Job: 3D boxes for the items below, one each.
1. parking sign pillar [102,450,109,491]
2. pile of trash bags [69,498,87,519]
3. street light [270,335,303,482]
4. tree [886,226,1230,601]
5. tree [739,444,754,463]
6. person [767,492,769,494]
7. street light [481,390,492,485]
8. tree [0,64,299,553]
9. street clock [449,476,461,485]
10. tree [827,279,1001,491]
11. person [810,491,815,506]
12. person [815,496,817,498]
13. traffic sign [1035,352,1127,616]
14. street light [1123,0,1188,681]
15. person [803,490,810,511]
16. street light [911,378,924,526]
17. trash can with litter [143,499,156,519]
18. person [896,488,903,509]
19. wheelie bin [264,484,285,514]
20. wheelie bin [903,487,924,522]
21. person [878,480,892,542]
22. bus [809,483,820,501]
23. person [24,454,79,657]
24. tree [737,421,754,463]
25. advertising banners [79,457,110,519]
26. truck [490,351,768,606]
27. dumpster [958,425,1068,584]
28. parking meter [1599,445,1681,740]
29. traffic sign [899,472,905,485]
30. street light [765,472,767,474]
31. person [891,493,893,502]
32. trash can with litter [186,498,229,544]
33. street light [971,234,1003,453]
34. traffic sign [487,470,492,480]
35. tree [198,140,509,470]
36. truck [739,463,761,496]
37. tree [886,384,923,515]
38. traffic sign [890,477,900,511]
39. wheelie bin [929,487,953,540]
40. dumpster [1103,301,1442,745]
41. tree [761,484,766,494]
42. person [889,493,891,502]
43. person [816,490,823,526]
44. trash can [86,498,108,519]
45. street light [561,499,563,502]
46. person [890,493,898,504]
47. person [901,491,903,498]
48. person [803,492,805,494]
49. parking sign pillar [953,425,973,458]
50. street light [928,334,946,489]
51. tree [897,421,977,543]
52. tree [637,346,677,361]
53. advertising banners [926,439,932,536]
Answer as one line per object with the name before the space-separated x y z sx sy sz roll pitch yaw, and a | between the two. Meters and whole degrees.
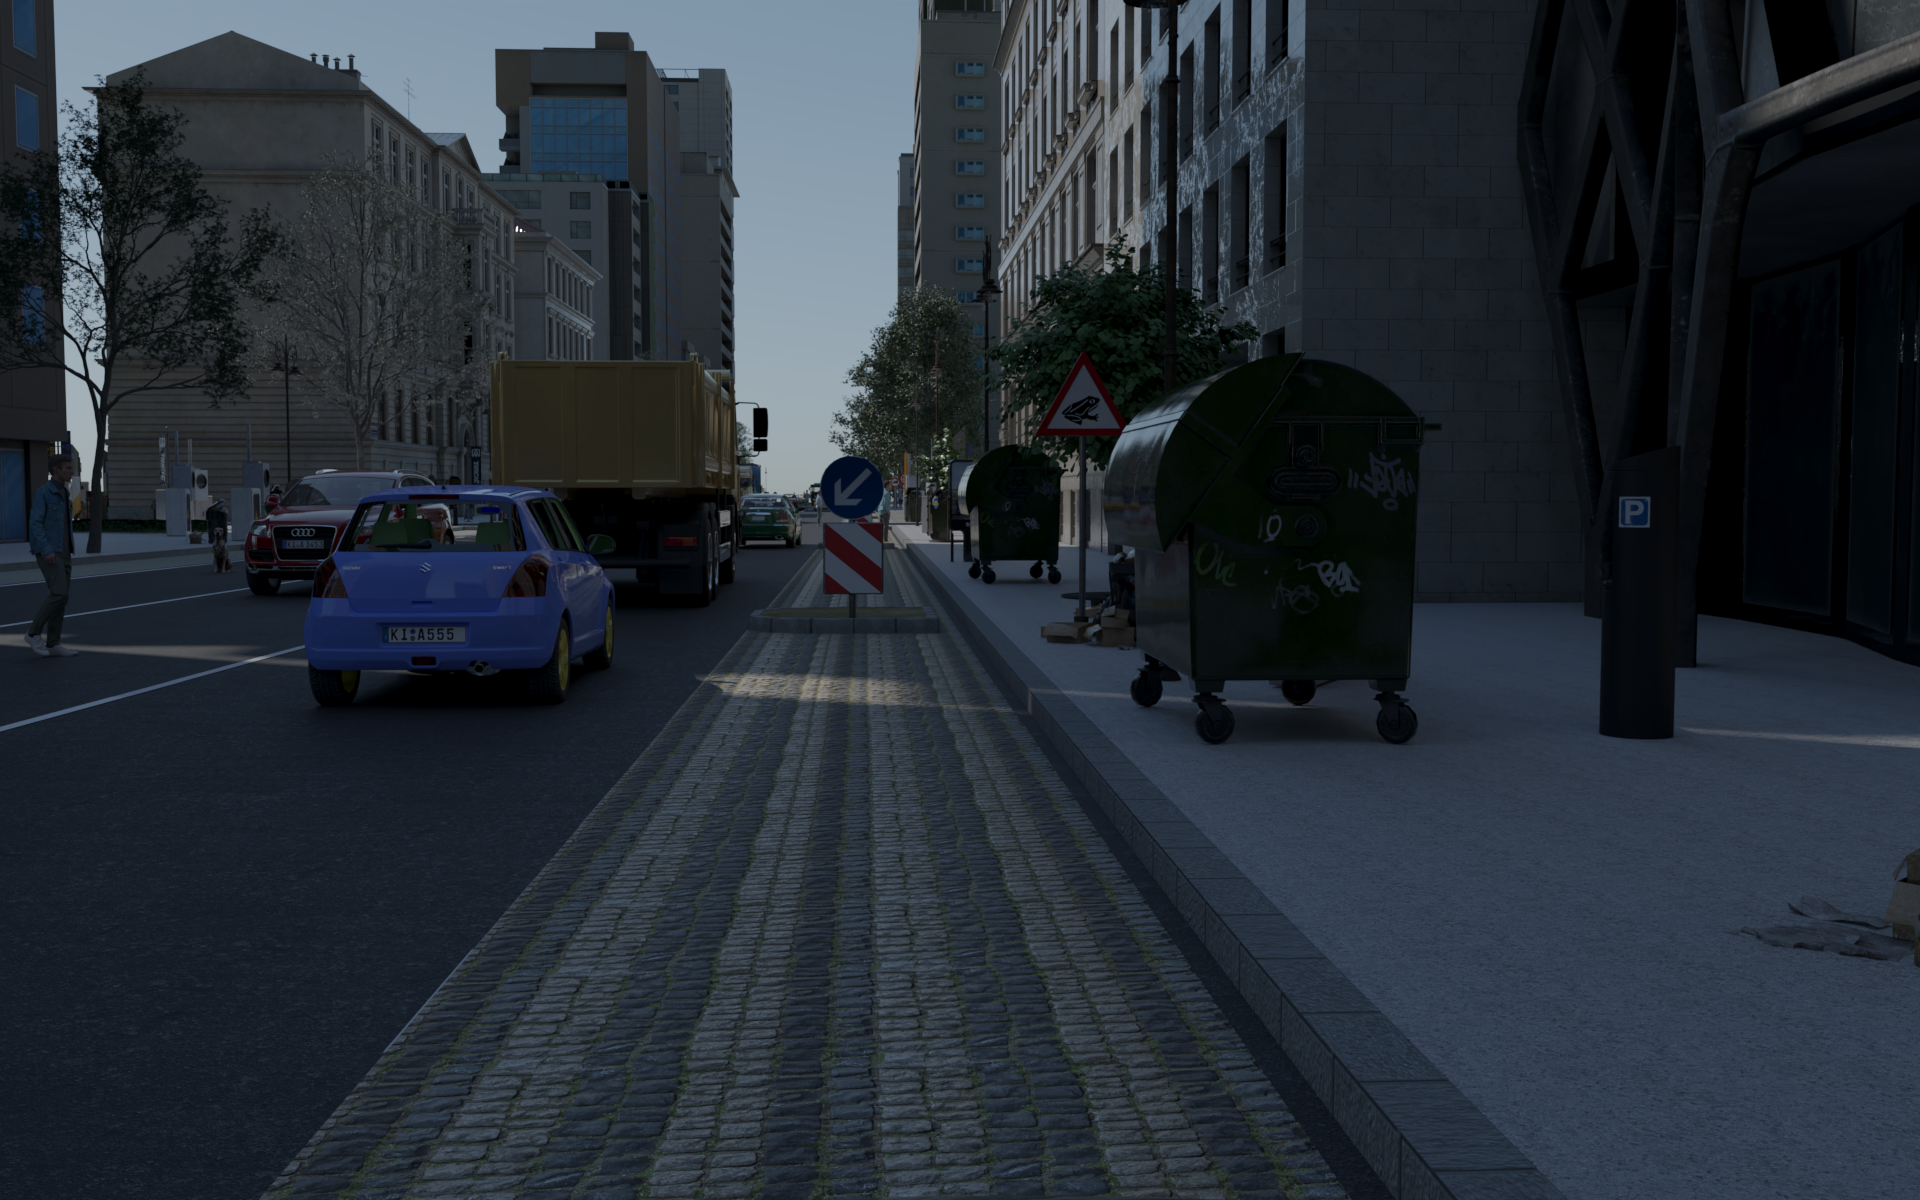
parking sign pillar | -50.749 -7.069 104.051 1.447 3.967 1.447 3 4 36
pile of trash bags | -46.248 -4.945 90.595 3.447 1.369 1.912 2 4 34
street light | -19.531 -4.744 50.359 0.468 5.910 1.993 0 4 -3
tree | 1.926 -2.308 21.447 4.285 4.588 4.351 0 3 0
tree | -30.533 -18.117 246.570 4.360 8.622 3.978 0 3 0
person | -24.504 -12.941 220.803 1.217 1.743 0.721 1 4 22
street light | -20.981 -6.396 77.365 0.468 5.910 1.993 0 4 -3
tree | -18.526 -6.297 37.364 7.601 10.594 8.767 0 4 3
street clock | -20.367 -3.995 69.885 0.471 2.002 0.358 -1 4 -19
tree | -1.857 -10.742 92.640 9.611 12.733 9.660 0 3 0
person | -17.266 -11.854 202.336 0.705 1.821 1.348 1 4 23
person | -15.566 -11.131 191.195 1.217 1.736 0.721 -3 4 -38
traffic sign | 1.128 -0.974 15.922 0.884 2.594 0.081 0 4 -3
street light | 1.437 -2.384 11.771 0.468 5.910 1.993 0 4 -3
person | -13.156 -8.565 148.742 0.606 1.804 0.583 -1 4 -8
street light | -1.709 -5.903 69.310 0.468 5.910 1.993 0 4 -3
trash can with litter | -35.751 -4.001 76.811 0.624 1.170 1.055 2 4 35
person | -5.272 -8.836 150.686 0.709 1.800 0.728 0 4 -6
wheelie bin | -22.533 -3.010 57.125 0.693 1.594 0.980 0 4 -6
wheelie bin | -2.090 -4.369 79.333 0.980 1.594 0.693 -2 4 -28
person | -2.197 -2.474 48.962 0.620 1.820 0.660 -2 4 -28
bus | -22.562 -17.323 278.085 2.948 3.499 13.247 0 4 -2
person | -7.995 -0.391 15.233 0.444 1.785 0.601 0 4 4
tree | -30.485 -18.555 229.122 9.928 11.665 9.643 0 3 0
advertising banners | -41.041 -5.239 81.848 2.074 3.025 0.090 0 4 5
truck | -4.707 -1.818 25.647 3.469 3.379 9.791 0 4 -4
dumpster | 0.772 -1.399 25.370 1.502 2.255 1.985 0 4 -3
parking meter | 3.602 -0.047 9.180 0.372 1.533 0.369 0 3 0
traffic sign | -3.159 -6.141 100.503 0.768 2.556 0.104 0 4 4
street light | -32.883 -19.624 293.644 0.468 5.910 1.993 0 4 -3
person | -11.327 -17.435 292.045 0.436 1.711 0.756 -2 4 -28
trash can with litter | -19.425 -2.036 44.683 1.055 1.170 0.624 -1 4 -17
street light | 0.480 -3.567 31.108 0.468 5.910 1.993 0 4 -3
traffic sign | -18.555 -4.106 69.324 0.795 2.593 0.064 0 4 -3
tree | -20.991 -9.179 60.452 12.009 13.543 11.850 0 3 0
truck | -20.090 -10.474 160.165 2.839 4.237 11.283 0 4 -2
tree | -3.229 -9.522 106.052 4.360 8.622 3.978 0 3 0
traffic sign | -4.917 -8.022 131.269 0.768 2.556 0.104 0 4 -3
wheelie bin | -0.480 -2.497 48.727 0.693 1.594 0.980 1 4 11
dumpster | 1.669 -0.435 9.614 1.502 2.255 1.985 0 4 -3
tree | -32.805 -17.812 285.823 1.663 3.219 1.824 0 3 0
person | -11.271 -16.678 279.464 1.217 1.736 0.721 1 4 11
person | -6.292 -4.112 77.538 0.330 1.601 0.589 1 4 8
trash can | -32.124 -3.233 64.514 0.748 1.137 0.748 0 3 0
street light | -22.091 -7.535 95.978 0.468 5.910 1.993 0 4 -3
person | -6.136 -9.677 164.988 1.217 1.736 0.721 0 4 5
person | -4.630 -8.557 145.316 0.648 1.900 0.474 -3 5 -41
person | -23.683 -15.598 263.467 1.348 1.831 0.705 -2 4 -32
parking sign pillar | -0.074 -4.893 68.477 1.447 3.967 1.447 -3 5 -42
street light | -0.656 -4.737 50.236 0.468 5.910 1.993 0 4 -3
tree | -0.445 -3.145 46.025 1.663 3.219 1.824 0 3 0
tree | -25.589 -14.312 144.365 12.009 13.543 11.850 0 3 0
advertising banners | -0.935 -3.539 54.048 0.090 3.025 2.074 0 4 3
